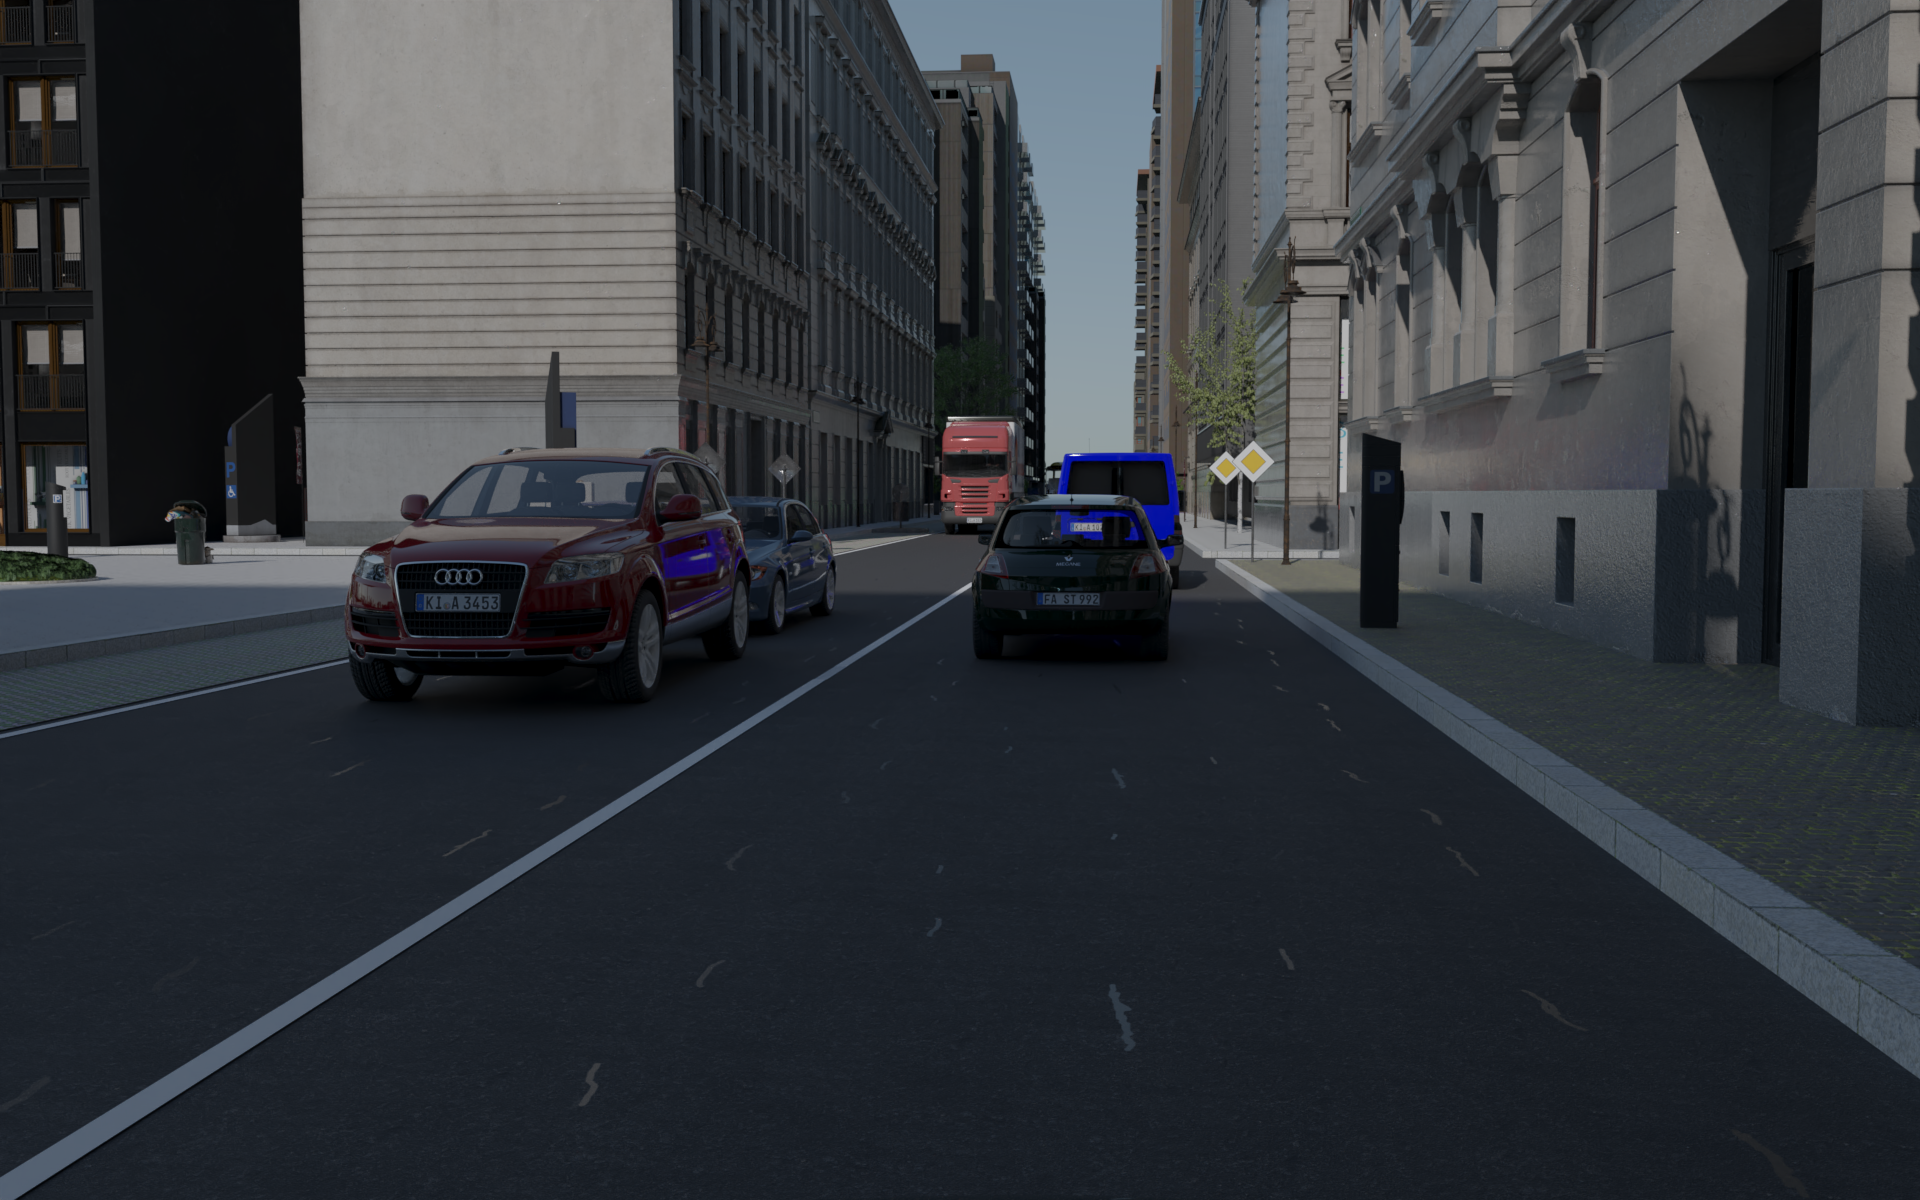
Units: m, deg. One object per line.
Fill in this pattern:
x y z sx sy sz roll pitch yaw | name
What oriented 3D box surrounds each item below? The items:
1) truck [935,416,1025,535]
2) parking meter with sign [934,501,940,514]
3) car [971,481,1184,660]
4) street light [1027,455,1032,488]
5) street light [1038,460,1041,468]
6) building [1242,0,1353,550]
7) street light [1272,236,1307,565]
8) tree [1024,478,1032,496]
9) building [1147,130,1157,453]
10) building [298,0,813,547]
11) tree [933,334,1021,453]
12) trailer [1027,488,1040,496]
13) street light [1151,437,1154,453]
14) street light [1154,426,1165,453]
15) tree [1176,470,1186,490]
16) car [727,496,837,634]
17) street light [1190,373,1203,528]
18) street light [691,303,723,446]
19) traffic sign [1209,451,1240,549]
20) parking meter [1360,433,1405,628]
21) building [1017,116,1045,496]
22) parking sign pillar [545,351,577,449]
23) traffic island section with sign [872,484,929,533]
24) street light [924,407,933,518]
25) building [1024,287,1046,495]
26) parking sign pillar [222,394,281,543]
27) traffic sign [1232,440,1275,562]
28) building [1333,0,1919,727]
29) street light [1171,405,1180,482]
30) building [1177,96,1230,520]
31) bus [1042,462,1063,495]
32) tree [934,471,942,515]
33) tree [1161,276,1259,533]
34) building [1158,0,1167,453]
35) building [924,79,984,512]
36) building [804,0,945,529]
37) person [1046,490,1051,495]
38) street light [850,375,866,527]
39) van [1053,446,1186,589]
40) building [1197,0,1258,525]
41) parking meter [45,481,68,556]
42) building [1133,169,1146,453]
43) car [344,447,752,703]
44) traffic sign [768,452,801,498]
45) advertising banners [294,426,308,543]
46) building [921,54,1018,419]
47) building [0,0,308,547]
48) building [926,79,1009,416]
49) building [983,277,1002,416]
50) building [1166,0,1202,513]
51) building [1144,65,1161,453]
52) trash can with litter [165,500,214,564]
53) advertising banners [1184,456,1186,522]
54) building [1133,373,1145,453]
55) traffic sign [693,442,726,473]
0.912 -4.618 64.412 2.839 4.237 11.283 0 4 5 | truck
-2.123 -6.761 106.809 1.738 3.016 0.543 0 4 5 | parking meter with sign
1.118 -0.404 16.398 2.009 1.686 4.222 0 4 6 | car
8.083 -13.946 200.796 0.468 5.910 1.993 0 4 5 | street light
10.310 -15.463 225.612 0.468 5.910 1.993 0 4 5 | street light
17.127 -13.109 43.213 19.941 23.489 11.050 0 4 5 | building
5.923 -3.578 31.281 0.468 5.910 1.993 0 4 5 | street light
7.370 -12.069 191.930 1.663 3.219 1.824 0 3 0 | tree
29.494 -34.011 206.198 14.600 45.320 14.200 0 4 5 | building
-10.562 -12.298 50.216 9.793 20.994 18.267 0 4 5 | building
0.296 -11.418 112.443 9.928 11.665 9.643 0 3 0 | tree
6.646 -9.189 157.284 1.471 1.999 3.904 0 4 6 | trailer
15.695 -10.272 140.737 0.468 5.910 1.993 0 4 5 | street light
13.324 -8.689 114.853 0.468 5.910 1.993 0 4 5 | street light
14.417 -7.580 118.532 1.663 3.219 1.824 0 3 0 | tree
-2.523 -0.446 19.292 2.014 1.417 4.499 0 4 7 | car
8.865 -5.641 65.018 0.468 5.910 1.993 0 4 5 | street light
-6.134 -4.242 42.152 0.468 5.910 1.993 0 4 5 | street light
6.203 -2.250 40.431 0.795 2.450 0.064 0 4 5 | traffic sign
4.056 -0.668 16.632 0.399 1.863 0.255 1 4 11 | parking meter
-2.341 -36.450 215.566 23.786 49.044 30.456 0 4 5 | building
-7.728 -2.752 33.475 1.447 3.967 1.447 -1 4 -20 | parking sign pillar
-2.185 -3.403 64.260 1.989 1.847 2.006 0 4 5 | traffic island section with sign
-1.657 -7.309 92.285 0.468 5.910 1.993 0 4 5 | street light
4.480 -28.538 238.293 14.160 30.474 14.107 0 4 5 | building
-18.904 -3.526 46.117 1.447 3.967 1.447 2 4 25 | parking sign pillar
5.490 -1.764 32.478 0.795 2.450 0.064 0 4 5 | traffic sign
12.128 -14.178 19.201 14.401 28.519 23.554 0 4 5 | building
11.197 -7.158 89.825 0.468 5.910 1.993 0 4 5 | street light
21.025 -16.285 99.551 16.112 22.955 30.059 0 4 5 | building
8.186 -8.784 135.161 2.896 3.916 12.252 0 4 6 | bus
-1.595 -6.735 104.723 1.663 3.219 1.824 0 3 0 | tree
9.054 -6.534 57.186 4.737 8.622 4.395 0 3 0 | tree
27.400 -36.912 145.512 21.231 58.520 28.212 0 4 5 | building
-5.792 -21.573 124.415 14.160 30.474 14.107 0 4 5 | building
-11.074 -18.645 81.256 17.030 29.872 44.131 0 4 5 | building
6.004 -6.658 118.075 1.217 1.735 0.721 -1 4 -9 | person
-3.962 -5.785 67.377 0.468 5.910 1.993 0 4 5 | street light
2.546 -1.433 27.810 2.240 2.365 5.245 0 4 6 | van
17.626 -17.071 72.612 14.314 27.812 24.014 0 4 5 | building
-18.110 -1.610 34.729 0.372 1.533 0.369 0 3 0 | parking meter
34.151 -35.094 228.405 22.147 44.769 28.867 0 4 5 | building
-3.009 -0.303 13.632 2.281 1.827 5.304 0 4 4 | car
-4.197 -2.308 41.381 0.795 2.450 0.064 0 4 5 | traffic sign
-17.257 -3.038 45.865 0.090 3.025 2.074 0 4 -3 | advertising banners
-1.281 -32.487 181.267 14.600 45.320 14.200 0 4 5 | building
-27.927 -13.357 48.060 15.834 23.373 12.332 0 4 5 | building
-2.726 -29.576 167.169 14.154 41.232 14.086 0 4 5 | building
-11.223 -18.459 146.837 27.650 21.520 28.899 0 4 5 | building
21.963 -29.054 125.149 14.600 45.320 14.200 0 4 5 | building
30.427 -31.836 175.136 22.147 44.769 28.867 0 4 5 | building
-14.043 -1.239 31.647 0.624 1.170 1.055 -1 4 -9 | trash can with litter
10.473 -5.169 80.694 0.090 3.025 2.074 1 4 9 | advertising banners
39.884 -25.291 258.553 27.650 21.520 28.899 0 4 5 | building
-4.911 -1.822 33.428 0.795 2.450 0.064 0 4 5 | traffic sign
